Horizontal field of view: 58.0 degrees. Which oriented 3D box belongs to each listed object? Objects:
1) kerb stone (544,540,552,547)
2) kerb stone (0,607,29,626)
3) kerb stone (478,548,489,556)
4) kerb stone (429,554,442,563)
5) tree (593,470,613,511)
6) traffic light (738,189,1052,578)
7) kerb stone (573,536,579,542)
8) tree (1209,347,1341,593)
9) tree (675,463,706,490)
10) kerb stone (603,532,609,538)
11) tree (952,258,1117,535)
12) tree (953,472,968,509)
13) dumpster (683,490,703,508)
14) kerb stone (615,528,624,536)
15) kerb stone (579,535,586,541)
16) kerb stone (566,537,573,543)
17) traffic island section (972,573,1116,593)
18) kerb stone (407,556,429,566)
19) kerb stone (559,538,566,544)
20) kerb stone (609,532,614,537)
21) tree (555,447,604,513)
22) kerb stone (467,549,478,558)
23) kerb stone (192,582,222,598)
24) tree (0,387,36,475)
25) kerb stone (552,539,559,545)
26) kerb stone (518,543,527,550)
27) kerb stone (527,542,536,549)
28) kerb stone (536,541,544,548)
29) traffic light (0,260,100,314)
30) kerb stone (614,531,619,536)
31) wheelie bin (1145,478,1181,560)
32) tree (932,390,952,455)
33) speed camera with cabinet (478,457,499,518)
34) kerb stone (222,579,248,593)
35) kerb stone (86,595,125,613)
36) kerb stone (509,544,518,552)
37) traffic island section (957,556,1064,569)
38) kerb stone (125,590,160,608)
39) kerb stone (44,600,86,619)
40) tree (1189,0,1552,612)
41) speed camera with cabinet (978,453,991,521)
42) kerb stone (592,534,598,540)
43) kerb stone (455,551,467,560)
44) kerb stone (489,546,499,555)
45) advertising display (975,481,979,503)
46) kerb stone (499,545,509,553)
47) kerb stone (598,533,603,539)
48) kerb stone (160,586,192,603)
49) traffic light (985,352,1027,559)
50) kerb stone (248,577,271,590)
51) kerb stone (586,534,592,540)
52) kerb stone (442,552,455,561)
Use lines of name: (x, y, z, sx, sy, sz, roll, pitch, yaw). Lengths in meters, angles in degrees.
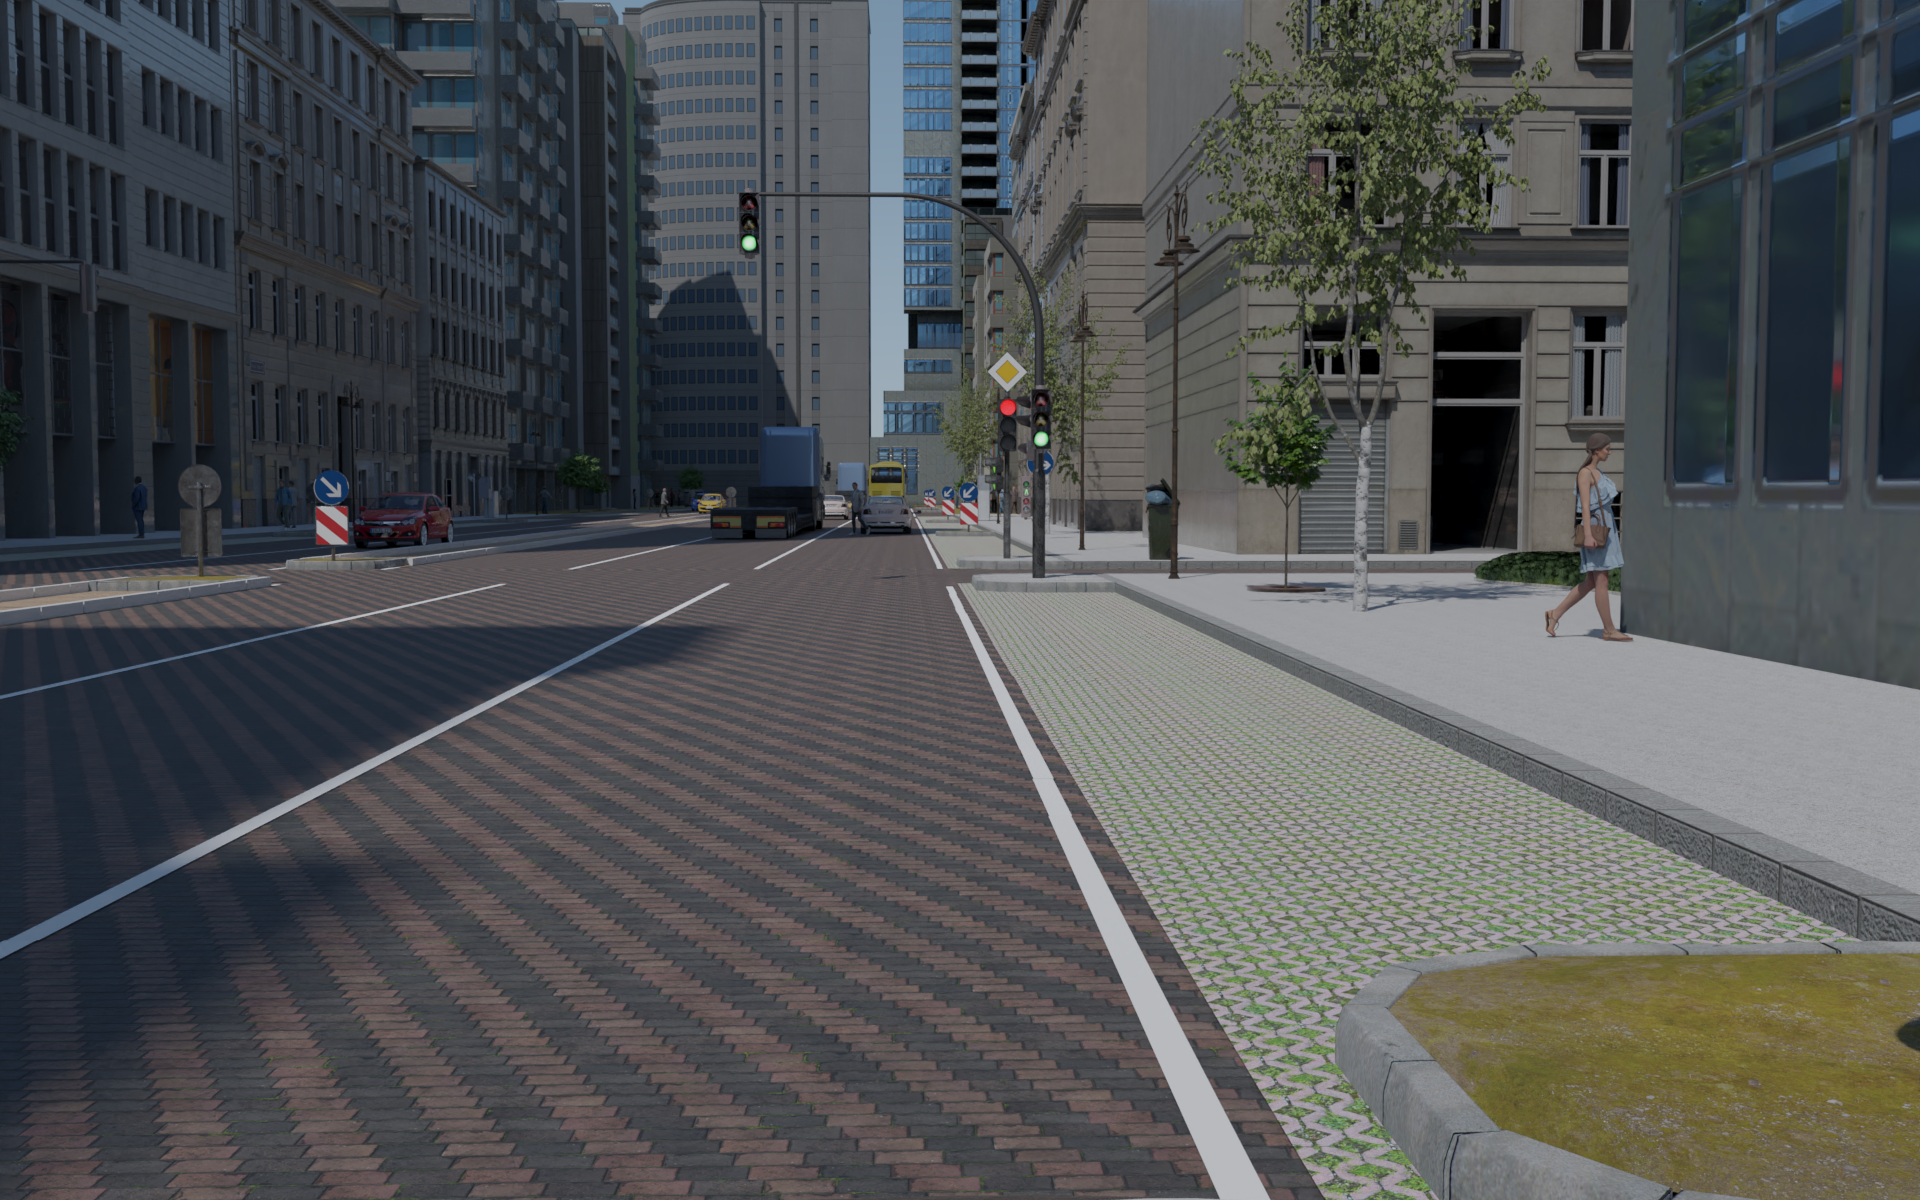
kerb stone: (-11.407, -1.542, 47.401, 0.120, 0.150, 1.000, 0, 4, -2)
kerb stone: (-10.497, 0.184, 19.194, 0.120, 0.150, 1.000, 0, 4, -2)
kerb stone: (-11.183, -1.103, 40.231, 0.120, 0.150, 1.000, 0, 4, -2)
kerb stone: (-11.051, -0.851, 36.139, 0.120, 0.150, 1.000, 0, 4, -2)
tree: (-26.932, -8.222, 129.024, 1.663, 3.219, 1.824, 0, 3, 0)
traffic light: (-0.914, -3.148, 26.136, 4.771, 5.953, 1.251, 0, 4, -2)
kerb stone: (-11.544, -1.792, 51.488, 0.120, 0.150, 1.000, 0, 4, -2)
tree: (4.364, -1.738, 23.015, 1.663, 3.219, 1.824, 0, 3, 0)
tree: (-28.475, -12.177, 182.800, 4.285, 4.588, 4.351, 0, 3, 0)
kerb stone: (-11.704, -2.102, 56.648, 0.120, 0.150, 1.000, 0, 4, -2)
tree: (3.006, -6.378, 54.647, 4.737, 8.622, 4.395, 0, 3, 0)
tree: (0.162, -9.543, 150.626, 1.663, 3.219, 1.824, 0, 3, 0)
dumpster: (-25.566, -9.668, 166.284, 1.865, 1.857, 1.264, 0, 4, -3)
kerb stone: (-11.812, -2.295, 59.725, 0.120, 0.150, 1.000, 0, 4, -2)
kerb stone: (-11.577, -1.854, 52.510, 0.120, 0.150, 1.000, 0, 4, -2)
kerb stone: (-11.511, -1.729, 50.467, 0.120, 0.150, 1.000, 0, 4, -2)
traffic island section: (1.214, -0.256, 26.460, 2.009, 0.180, 2.903, 0, 4, -2)
kerb stone: (-11.016, -0.787, 35.113, 0.120, 0.150, 1.000, 0, 4, -2)
kerb stone: (-11.473, -1.663, 49.445, 0.120, 0.150, 1.000, 0, 4, -2)
kerb stone: (-11.746, -2.170, 57.676, 0.120, 0.150, 1.000, 0, 4, -2)
tree: (-26.463, -8.370, 120.557, 4.285, 4.588, 4.351, 0, 3, 0)
kerb stone: (-11.143, -1.041, 39.209, 0.120, 0.150, 1.000, 0, 4, -2)
kerb stone: (-10.661, -0.130, 24.316, 0.120, 0.150, 1.000, 0, 4, -2)
tree: (-23.628, -3.492, 40.801, 4.285, 4.588, 4.351, 0, 3, 0)
kerb stone: (-11.441, -1.604, 48.423, 0.120, 0.150, 1.000, 0, 4, -2)
kerb stone: (-11.306, -1.349, 44.334, 0.120, 0.150, 1.000, 0, 4, -2)
kerb stone: (-11.344, -1.417, 45.357, 0.120, 0.150, 1.000, 0, 4, -2)
kerb stone: (-11.380, -1.479, 46.379, 0.120, 0.150, 1.000, 0, 4, -2)
traffic light: (-19.245, -3.610, 33.695, 4.771, 5.953, 1.251, 0, 4, -2)
kerb stone: (-11.773, -2.233, 58.697, 0.120, 0.150, 1.000, 0, 4, -2)
wheelie bin: (3.951, -1.587, 33.853, 0.693, 1.594, 0.980, 0, 4, 4)
tree: (0.783, -8.895, 95.799, 4.737, 8.622, 4.395, 0, 3, 0)
speed camera with cabinet: (-25.197, -6.005, 92.521, 0.660, 3.252, 2.038, 0, 4, -1)
kerb stone: (-10.702, -0.193, 25.345, 0.120, 0.150, 1.000, 0, 4, -2)
kerb stone: (-10.568, 0.058, 21.250, 0.120, 0.150, 1.000, 0, 4, -2)
kerb stone: (-11.282, -1.288, 43.312, 0.120, 0.150, 1.000, 0, 4, -2)
traffic island section: (0.956, -0.744, 34.440, 2.009, 0.180, 2.903, 0, 4, -2)
kerb stone: (-10.596, -0.005, 22.271, 0.120, 0.150, 1.000, 0, 4, -2)
kerb stone: (-10.537, 0.123, 20.228, 0.120, 0.150, 1.000, 0, 4, -2)
tree: (4.413, -4.194, 18.935, 4.737, 8.622, 4.395, 0, 3, 0)
speed camera with cabinet: (1.166, -5.453, 83.488, 0.660, 3.252, 2.038, 0, 4, 2)
kerb stone: (-11.642, -1.980, 54.571, 0.120, 0.150, 1.000, 0, 4, -2)
kerb stone: (-11.114, -0.978, 38.187, 0.120, 0.150, 1.000, 0, 4, -2)
kerb stone: (-11.211, -1.166, 41.261, 0.120, 0.150, 1.000, 0, 4, -2)
advertising display: (1.073, -5.088, 88.403, 0.123, 1.923, 0.974, 2, 4, 33)
kerb stone: (-11.243, -1.229, 42.283, 0.120, 0.150, 1.000, 0, 4, -2)
kerb stone: (-11.677, -2.043, 55.606, 0.120, 0.150, 1.000, 0, 4, -2)
kerb stone: (-10.633, -0.065, 23.293, 0.120, 0.150, 1.000, 0, 4, -2)
traffic light: (0.916, -2.777, 34.325, 0.839, 4.253, 0.868, 0, 4, -2)
kerb stone: (-10.729, -0.255, 26.372, 0.120, 0.150, 1.000, 0, 4, -2)
kerb stone: (-11.605, -1.916, 53.532, 0.120, 0.150, 1.000, 0, 4, -2)
kerb stone: (-11.079, -0.915, 37.163, 0.120, 0.150, 1.000, 0, 4, -2)
